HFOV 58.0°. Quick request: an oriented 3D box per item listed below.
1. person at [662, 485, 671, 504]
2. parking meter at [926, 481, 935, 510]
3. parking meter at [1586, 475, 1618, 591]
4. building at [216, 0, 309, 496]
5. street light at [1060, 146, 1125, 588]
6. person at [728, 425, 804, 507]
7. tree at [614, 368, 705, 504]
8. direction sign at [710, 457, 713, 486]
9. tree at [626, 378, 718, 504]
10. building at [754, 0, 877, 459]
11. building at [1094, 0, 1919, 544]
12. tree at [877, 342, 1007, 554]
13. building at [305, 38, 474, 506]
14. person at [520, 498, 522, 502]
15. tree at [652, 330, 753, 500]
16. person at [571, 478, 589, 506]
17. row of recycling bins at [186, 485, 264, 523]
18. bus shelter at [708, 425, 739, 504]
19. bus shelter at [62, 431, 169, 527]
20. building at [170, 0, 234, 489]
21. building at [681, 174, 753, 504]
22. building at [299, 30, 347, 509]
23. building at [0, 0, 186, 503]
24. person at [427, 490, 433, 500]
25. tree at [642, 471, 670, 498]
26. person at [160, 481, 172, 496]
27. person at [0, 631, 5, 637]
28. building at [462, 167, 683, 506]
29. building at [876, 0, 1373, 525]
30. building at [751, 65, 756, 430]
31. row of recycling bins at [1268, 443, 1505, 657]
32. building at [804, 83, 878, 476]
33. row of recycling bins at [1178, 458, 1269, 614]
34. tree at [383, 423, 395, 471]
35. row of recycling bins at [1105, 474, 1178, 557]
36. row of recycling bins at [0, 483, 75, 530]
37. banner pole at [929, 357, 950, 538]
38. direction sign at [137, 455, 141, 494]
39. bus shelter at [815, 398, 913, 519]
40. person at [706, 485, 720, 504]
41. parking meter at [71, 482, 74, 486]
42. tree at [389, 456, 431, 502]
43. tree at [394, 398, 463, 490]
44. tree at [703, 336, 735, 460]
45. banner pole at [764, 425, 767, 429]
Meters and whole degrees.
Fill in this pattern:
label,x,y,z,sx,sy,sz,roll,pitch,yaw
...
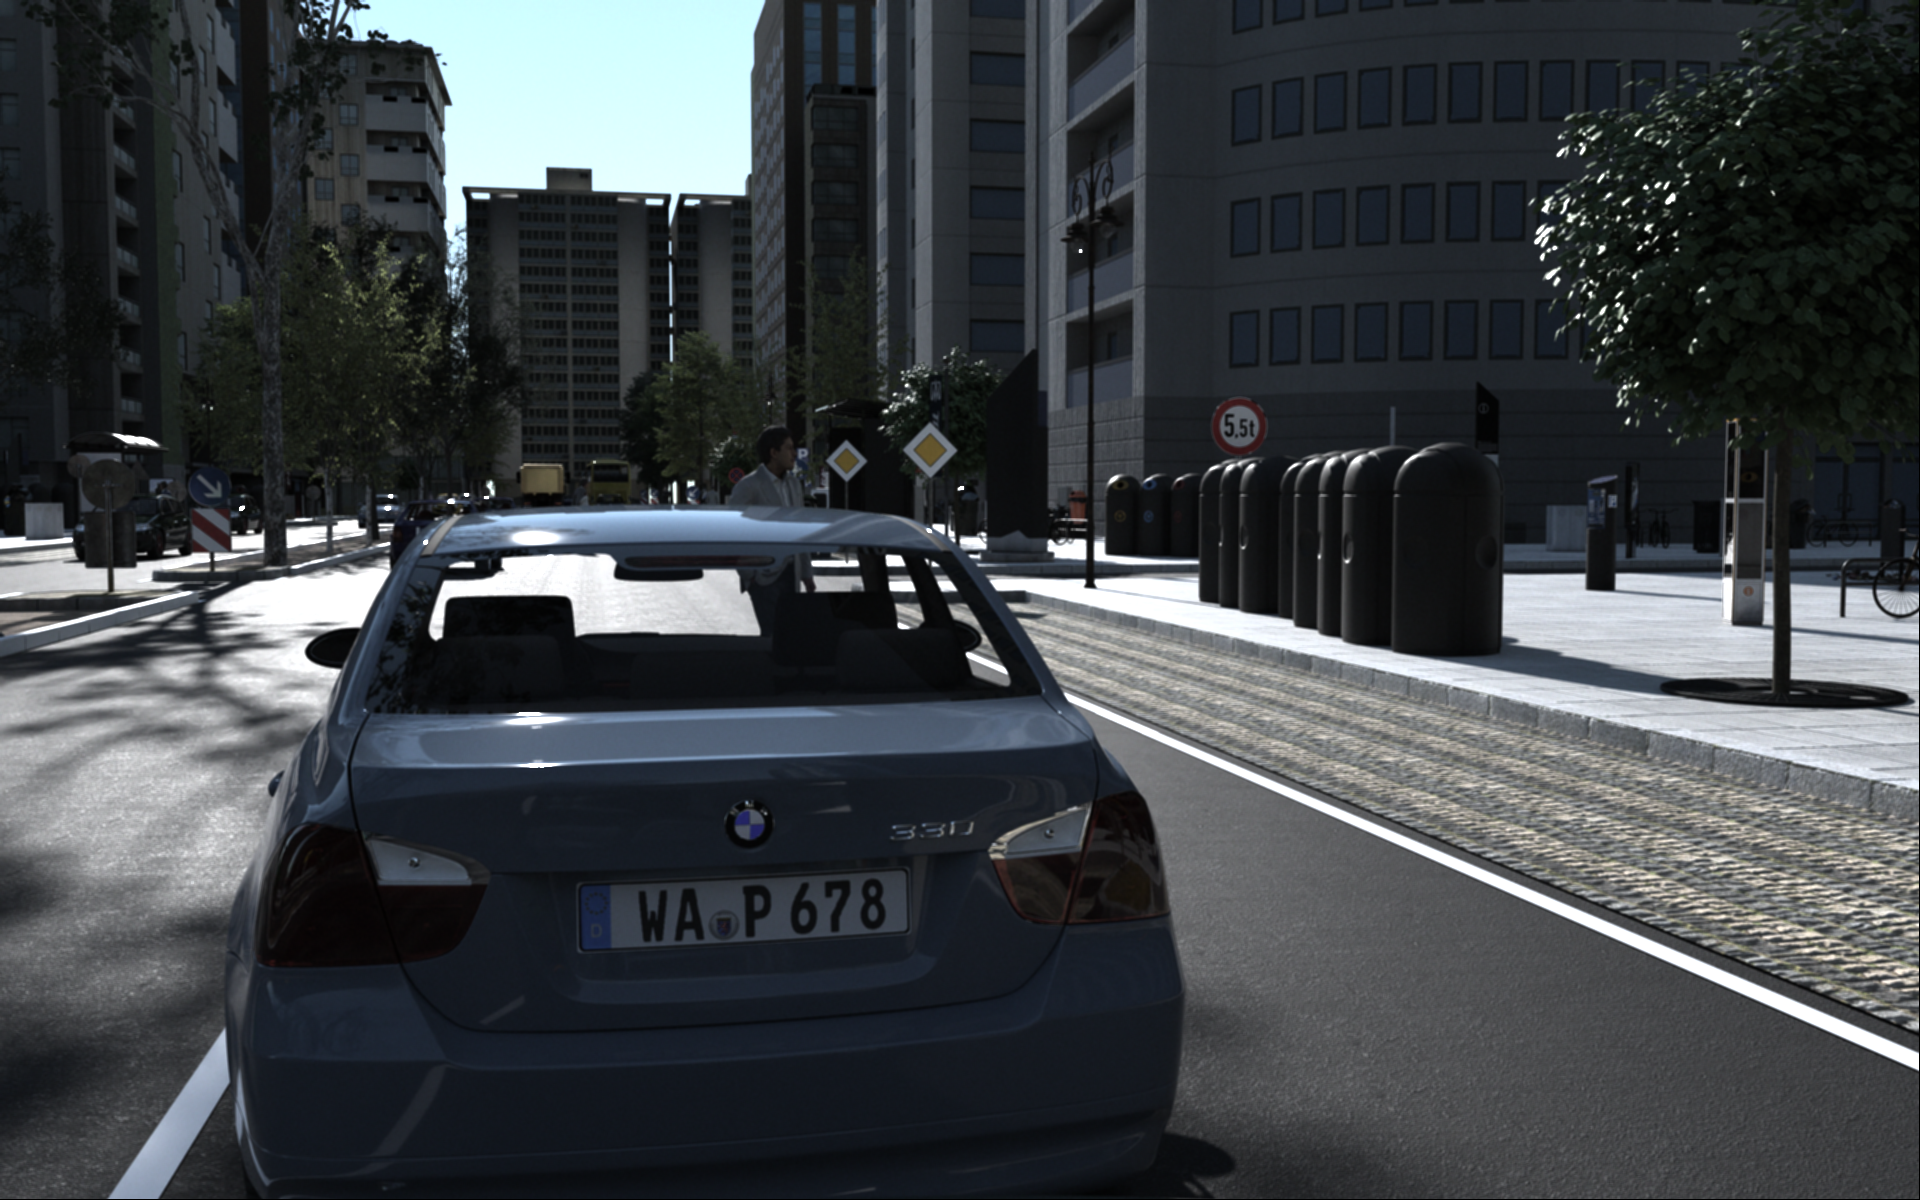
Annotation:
label,x,y,z,sx,sy,sz,roll,pitch,yaw
person,-14.772,-4.820,86.670,0.648,1.900,0.474,3,4,38
parking meter,-1.306,-4.331,76.529,0.399,1.863,0.255,0,4,7
parking meter,8.562,-0.899,23.114,0.372,1.533,0.369,0,3,0
building,-58.455,-29.466,131.886,14.600,45.320,14.200,-1,4,-12
street light,1.778,-3.102,23.503,0.468,5.910,1.993,-1,4,-12
person,-1.199,-0.133,10.517,0.795,1.843,0.661,3,5,40
tree,-30.021,-16.305,173.241,9.857,13.997,8.962,0,3,0
direction sign,-15.219,-6.974,106.026,0.379,3.537,0.876,-1,4,-17
tree,-24.903,-13.730,150.236,9.928,11.665,9.643,0,3,0
building,-10.626,-30.818,153.978,14.600,45.320,14.200,-1,4,-12
building,17.812,-31.274,53.336,28.212,58.520,21.231,-1,4,-12
tree,-0.081,-3.295,37.591,4.285,4.588,4.351,0,3,0
building,-71.730,-37.443,201.438,27.495,52.752,28.713,-1,4,-12
person,-30.020,-6.846,120.561,1.348,1.807,0.705,1,4,12
tree,-17.838,-12.358,120.188,7.486,12.596,7.792,0,3,0
person,-9.379,-2.099,42.922,0.850,1.850,0.679,0,4,-3
row of recycling bins,-32.714,-4.301,77.436,3.534,1.692,1.069,-3,5,-39
bus shelter,-13.177,-7.418,98.910,2.179,5.291,8.768,-1,4,-12
bus shelter,-28.484,-3.959,58.657,2.014,3.302,5.546,-1,4,-12
building,-62.028,-31.809,109.320,28.713,52.752,27.495,-1,4,-12
building,-23.325,-31.890,213.289,23.993,40.220,32.217,-1,4,-12
building,-70.817,-30.417,151.937,28.867,44.769,22.147,-1,4,-12
building,-48.657,-24.696,87.380,14.154,41.232,14.086,-1,4,-12
person,-39.798,-7.396,130.092,0.621,1.740,0.551,-1,4,-17
tree,-31.826,-12.126,181.967,4.285,4.588,4.351,0,3,0
person,-23.431,-2.591,51.040,0.419,1.800,0.721,-1,4,-16
person,-9.147,-0.202,16.067,0.640,1.303,0.475,1,4,11
building,-46.903,-31.617,208.823,23.993,40.220,32.217,-1,4,-12
building,6.074,-33.704,93.058,21.231,58.520,28.212,-1,4,-12
building,-13.301,-29.636,168.144,14.154,41.232,14.086,-1,4,-12
row of recycling bins,3.769,-0.503,15.335,1.069,1.692,3.534,0,4,-6
building,-4.566,-21.715,126.748,14.160,30.474,14.107,-1,4,-12
row of recycling bins,3.480,-0.742,19.239,1.069,1.692,3.534,-1,4,-9
tree,-40.399,-11.808,111.192,7.486,12.596,7.792,0,3,0
row of recycling bins,4.405,-1.744,35.635,1.069,1.692,3.534,-3,5,-43
row of recycling bins,-33.904,-3.408,62.841,3.534,1.692,1.069,-3,5,-44
banner pole,-0.364,-2.561,31.894,0.401,3.779,0.863,-2,4,-31
direction sign,-38.591,-5.470,81.432,0.379,3.537,0.876,-2,4,-34
bus shelter,-2.543,-3.321,45.581,1.731,3.624,6.357,-1,4,-12
person,-10.503,-3.986,73.764,0.635,1.810,0.391,0,4,4
parking meter,-40.481,-4.500,79.293,0.399,1.863,0.255,3,4,37
tree,-45.743,-9.784,143.684,4.285,4.588,4.351,0,3,0
tree,-52.312,-14.996,170.939,9.928,11.665,9.643,0,3,0
tree,-9.427,-7.873,79.083,4.737,8.622,4.395,0,3,0
banner pole,-7.049,-4.446,62.704,0.401,3.779,0.863,0,4,-3
